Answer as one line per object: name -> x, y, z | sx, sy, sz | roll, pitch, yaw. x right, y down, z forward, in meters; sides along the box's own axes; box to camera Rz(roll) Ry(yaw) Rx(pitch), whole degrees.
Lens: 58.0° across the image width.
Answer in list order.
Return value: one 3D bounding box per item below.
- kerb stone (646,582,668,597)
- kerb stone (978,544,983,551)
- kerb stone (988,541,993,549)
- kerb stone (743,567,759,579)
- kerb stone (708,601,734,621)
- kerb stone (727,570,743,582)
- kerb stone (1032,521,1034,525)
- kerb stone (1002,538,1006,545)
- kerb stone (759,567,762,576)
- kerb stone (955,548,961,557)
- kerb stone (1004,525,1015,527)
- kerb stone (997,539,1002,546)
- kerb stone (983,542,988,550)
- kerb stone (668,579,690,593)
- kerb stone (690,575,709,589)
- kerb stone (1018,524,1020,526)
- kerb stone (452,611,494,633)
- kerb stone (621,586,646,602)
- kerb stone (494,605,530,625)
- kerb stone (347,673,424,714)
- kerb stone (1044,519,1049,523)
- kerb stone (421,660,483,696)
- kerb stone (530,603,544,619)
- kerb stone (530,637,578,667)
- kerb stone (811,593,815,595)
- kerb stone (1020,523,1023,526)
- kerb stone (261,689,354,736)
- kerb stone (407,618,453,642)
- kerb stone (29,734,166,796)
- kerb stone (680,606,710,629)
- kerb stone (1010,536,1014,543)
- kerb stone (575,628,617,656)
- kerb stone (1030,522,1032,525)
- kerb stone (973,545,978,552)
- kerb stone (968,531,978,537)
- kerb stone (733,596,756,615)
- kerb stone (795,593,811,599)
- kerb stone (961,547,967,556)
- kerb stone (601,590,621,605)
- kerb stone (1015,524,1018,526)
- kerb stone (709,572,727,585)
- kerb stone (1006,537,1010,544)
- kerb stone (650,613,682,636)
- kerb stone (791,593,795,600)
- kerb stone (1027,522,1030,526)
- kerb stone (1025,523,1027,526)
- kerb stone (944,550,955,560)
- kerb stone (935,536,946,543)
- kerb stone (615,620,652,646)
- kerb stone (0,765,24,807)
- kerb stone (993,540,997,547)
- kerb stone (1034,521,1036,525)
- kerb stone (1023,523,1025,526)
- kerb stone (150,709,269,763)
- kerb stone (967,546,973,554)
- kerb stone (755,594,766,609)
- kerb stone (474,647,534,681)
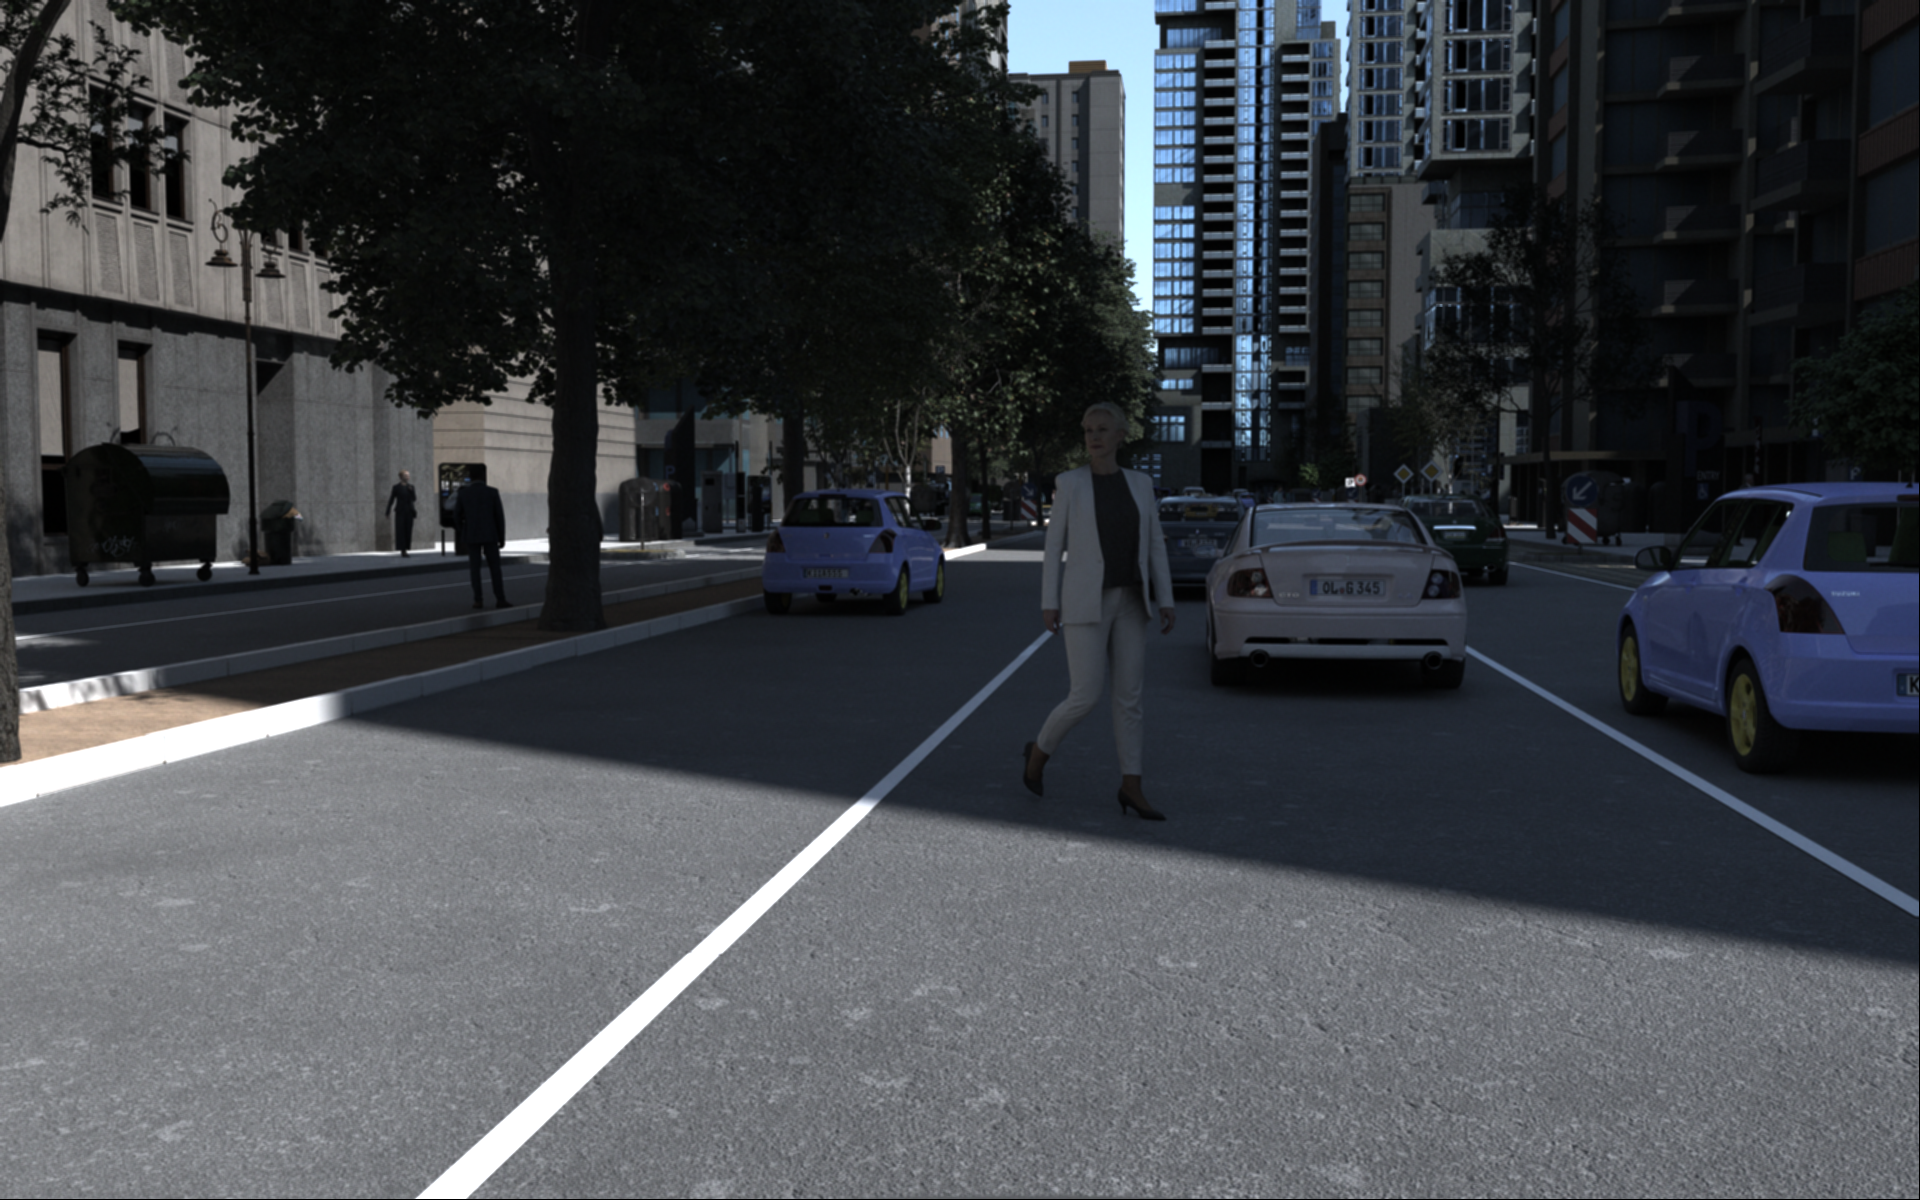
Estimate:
kerb stone -> -4.335, -0.126, 24.263 | 0.120, 0.150, 1.000 | 0, 4, 8
kerb stone -> 0.394, -1.287, 43.246 | 0.120, 0.150, 1.000 | 0, 4, 8
kerb stone -> 0.676, -1.407, 45.274 | 0.120, 0.150, 1.000 | 0, 4, 8
kerb stone -> -3.633, -0.438, 29.356 | 0.120, 0.150, 1.000 | 0, 4, 8
kerb stone -> -2.816, 0.142, 19.874 | 0.120, 0.150, 1.000 | 0, 4, 8
kerb stone -> -3.776, -0.375, 28.336 | 0.120, 0.150, 1.000 | 0, 4, 8
kerb stone -> 3.148, -3.450, 78.610 | 0.120, 0.150, 1.000 | 0, 4, 8
kerb stone -> 1.098, -1.596, 48.318 | 0.120, 0.150, 1.000 | 0, 4, 8
kerb stone -> -3.491, -0.500, 30.369 | 0.120, 0.150, 1.000 | 0, 4, 8
kerb stone -> -0.159, -1.038, 39.174 | 0.120, 0.150, 1.000 | 0, 4, 8
kerb stone -> 2.019, -2.954, 70.490 | 0.120, 0.150, 1.000 | 0, 4, 8
kerb stone -> 0.957, -1.525, 47.306 | 0.120, 0.150, 1.000 | 0, 4, 8
kerb stone -> 0.542, -1.349, 44.258 | 0.120, 0.150, 1.000 | 0, 4, 8
kerb stone -> -4.187, -0.189, 25.281 | 0.120, 0.150, 1.000 | 0, 4, 8
kerb stone -> -4.047, -0.251, 26.297 | 0.120, 0.150, 1.000 | 0, 4, 8
kerb stone -> 2.308, -3.078, 72.525 | 0.120, 0.150, 1.000 | 0, 4, 8
kerb stone -> -5.175, 0.247, 18.160 | 0.120, 0.150, 1.000 | 0, 4, 8
kerb stone -> -4.470, -0.059, 23.251 | 0.120, 0.150, 1.000 | 0, 4, 8
kerb stone -> -5.041, 0.185, 19.179 | 0.120, 0.150, 1.000 | 0, 4, 8
kerb stone -> -3.937, 0.639, 11.756 | 0.120, 0.150, 1.000 | 0, 4, 8
kerb stone -> 4.398, -4.010, 87.755 | 0.120, 0.150, 1.000 | 0, 4, 8
kerb stone -> -3.797, 0.583, 12.770 | 0.120, 0.150, 1.000 | 0, 4, 8
kerb stone -> -4.898, 0.124, 20.191 | 0.120, 0.150, 1.000 | 0, 4, 8
kerb stone -> -3.522, 0.452, 14.799 | 0.120, 0.150, 1.000 | 0, 4, 8
kerb stone -> -2.108, -0.166, 24.957 | 0.120, 0.150, 1.000 | 0, 4, 8
kerb stone -> 2.450, -3.137, 73.538 | 0.120, 0.150, 1.000 | 0, 4, 8
kerb stone -> -4.074, 0.702, 10.732 | 0.120, 0.150, 1.000 | 0, 4, 8
kerb stone -> -5.311, 0.314, 17.145 | 0.120, 0.150, 1.000 | 0, 4, 8
kerb stone -> -4.357, 0.831, 8.707 | 0.120, 0.150, 1.000 | 0, 4, 8
kerb stone -> -2.954, 0.204, 18.862 | 0.120, 0.150, 1.000 | 0, 4, 8
kerb stone -> 1.377, -1.722, 50.346 | 0.120, 0.150, 1.000 | 0, 4, 8
kerb stone -> -3.375, 0.391, 15.811 | 0.120, 0.150, 1.000 | 0, 4, 8
kerb stone -> 3.005, -3.387, 77.597 | 0.120, 0.150, 1.000 | 0, 4, 8
kerb stone -> 0.254, -1.225, 42.232 | 0.120, 0.150, 1.000 | 0, 4, 8
kerb stone -> 0.418, -2.236, 58.806 | 0.120, 0.150, 1.000 | 0, 4, 8
kerb stone -> -2.678, 0.080, 20.887 | 0.120, 0.150, 1.000 | 0, 4, 8
kerb stone -> -2.259, -0.107, 23.946 | 0.120, 0.150, 1.000 | 0, 4, 8
kerb stone -> -0.027, -1.101, 40.192 | 0.120, 0.150, 1.000 | 0, 4, 8
kerb stone -> -4.615, 0.002, 22.239 | 0.120, 0.150, 1.000 | 0, 4, 8
kerb stone -> 2.163, -3.016, 71.513 | 0.120, 0.150, 1.000 | 0, 4, 8
kerb stone -> -3.909, -0.313, 27.311 | 0.120, 0.150, 1.000 | 0, 4, 8
kerb stone -> 1.232, -1.660, 49.334 | 0.120, 0.150, 1.000 | 0, 4, 8
kerb stone -> -3.096, 0.267, 17.849 | 0.120, 0.150, 1.000 | 0, 4, 8
kerb stone -> -2.395, -0.040, 22.926 | 0.120, 0.150, 1.000 | 0, 4, 8
kerb stone -> 2.868, -3.327, 76.584 | 0.120, 0.150, 1.000 | 0, 4, 8
kerb stone -> 2.727, -3.265, 75.570 | 0.120, 0.150, 1.000 | 0, 4, 8
kerb stone -> -0.294, -0.976, 38.156 | 0.120, 0.150, 1.000 | 0, 4, 8
kerb stone -> -0.558, -1.799, 51.714 | 0.120, 0.150, 1.000 | 0, 4, 8
kerb stone -> -3.236, 0.329, 16.823 | 0.120, 0.150, 1.000 | 0, 4, 8
kerb stone -> -4.491, 0.887, 7.692 | 0.120, 0.150, 1.000 | 0, 4, 8
kerb stone -> 0.814, -1.473, 46.287 | 0.120, 0.150, 1.000 | 0, 4, 8
kerb stone -> 3.283, -3.512, 79.639 | 0.120, 0.150, 1.000 | 0, 4, 8
kerb stone -> 2.588, -3.202, 74.551 | 0.120, 0.150, 1.000 | 0, 4, 8
kerb stone -> -4.215, 0.763, 9.720 | 0.120, 0.150, 1.000 | 0, 4, 8
kerb stone -> 0.126, -1.163, 41.207 | 0.120, 0.150, 1.000 | 0, 4, 8
kerb stone -> -2.537, 0.019, 21.906 | 0.120, 0.150, 1.000 | 0, 4, 8
kerb stone -> -3.656, 0.514, 13.784 | 0.120, 0.150, 1.000 | 0, 4, 8
